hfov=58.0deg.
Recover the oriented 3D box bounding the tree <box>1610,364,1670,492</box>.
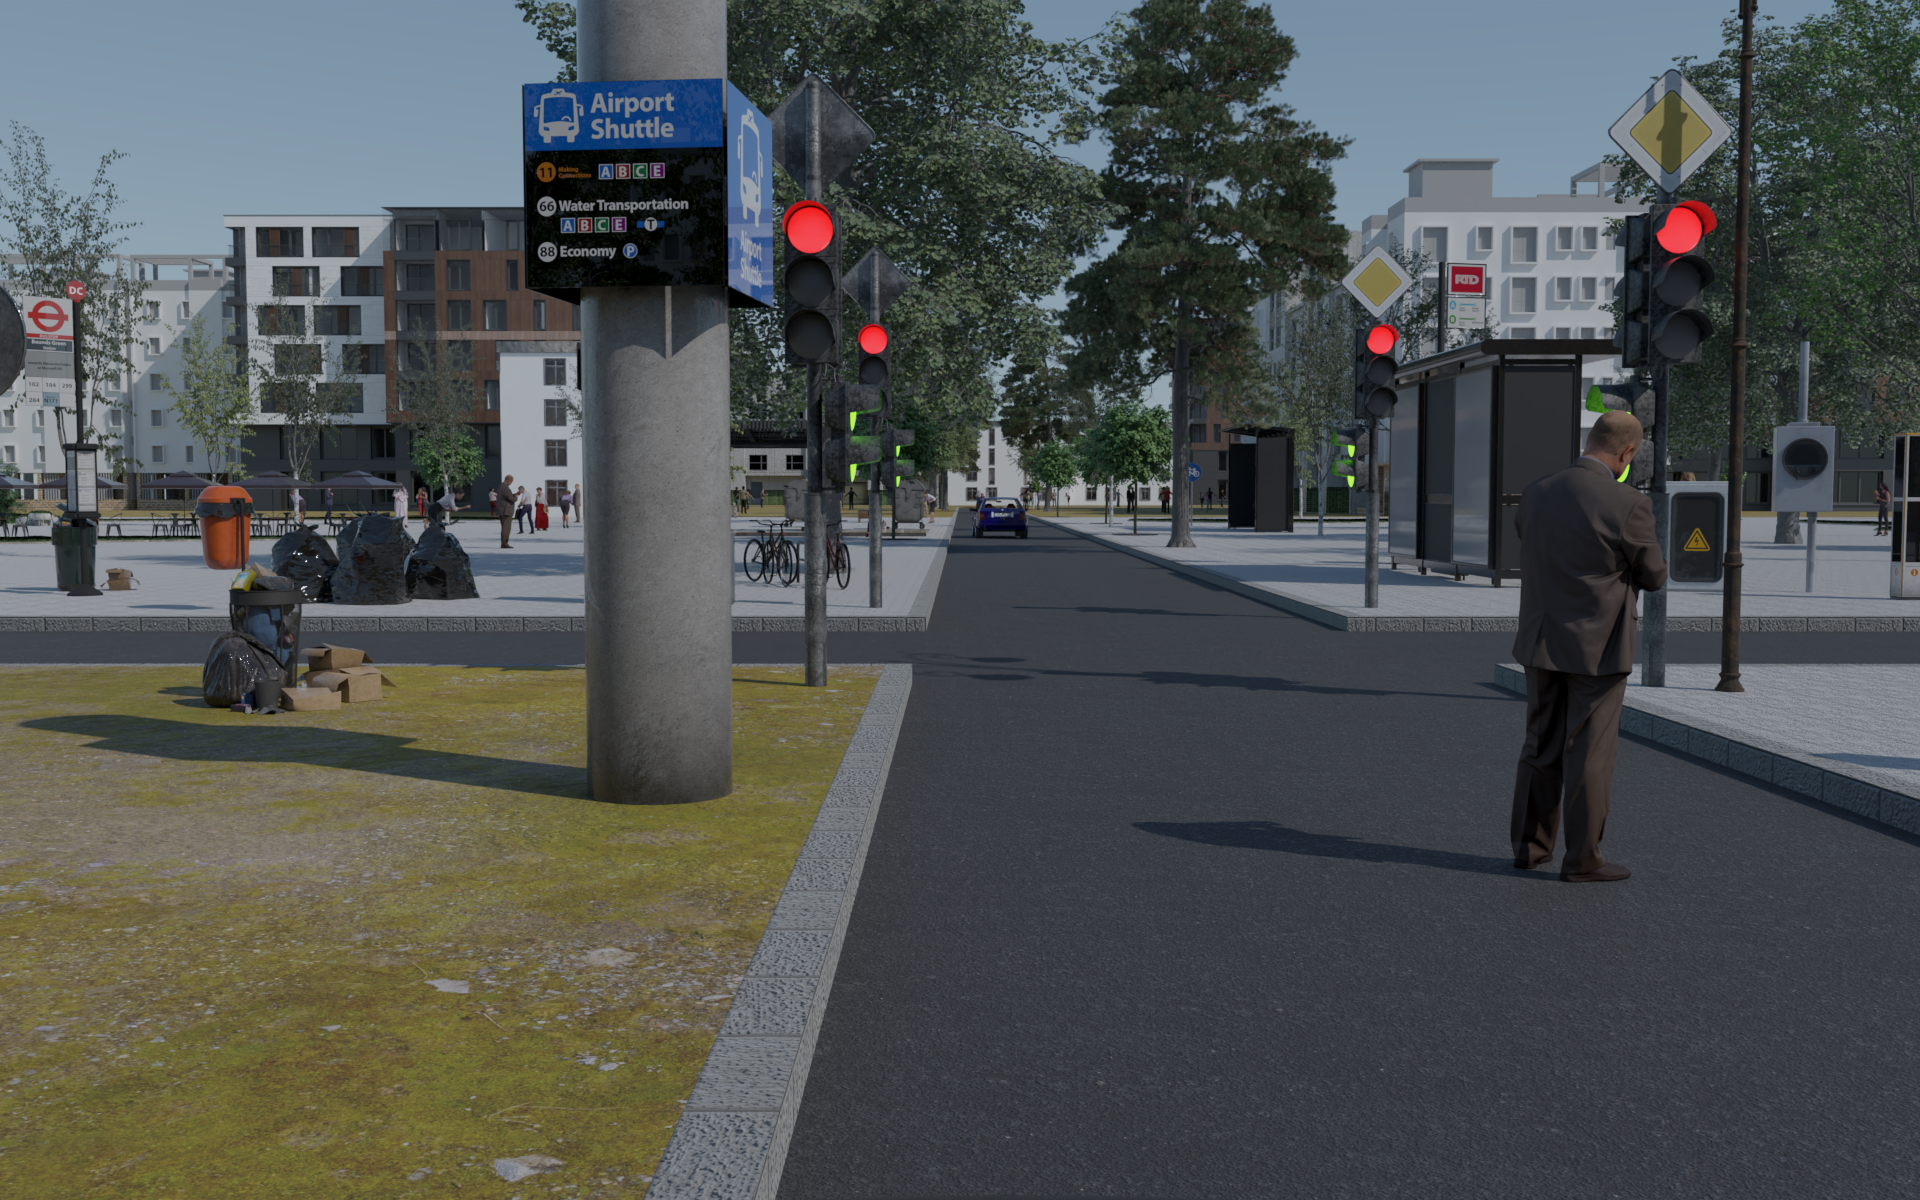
[{"bbox_3d":[33.477,-8.196,84.371,4.360,8.622,3.978,0,3,0],"label":"tree"}]

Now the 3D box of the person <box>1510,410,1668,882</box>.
[{"bbox_3d":[2.367,0.163,6.525,0.565,1.739,0.600,2,4,29],"label":"person"}]

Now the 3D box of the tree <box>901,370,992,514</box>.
[{"bbox_3d":[-1.386,-11.650,108.607,7.486,12.596,7.792,0,3,0],"label":"tree"}]

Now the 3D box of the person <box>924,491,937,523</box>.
[{"bbox_3d":[-1.365,-4.065,75.701,0.628,1.438,0.799,1,4,12],"label":"person"}]

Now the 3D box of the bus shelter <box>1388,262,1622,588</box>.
[{"bbox_3d":[8.088,-3.062,27.689,2.179,5.291,8.768,0,3,0],"label":"bus shelter"}]

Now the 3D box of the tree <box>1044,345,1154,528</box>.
[{"bbox_3d":[5.568,-7.091,66.303,4.360,8.622,3.978,0,3,0],"label":"tree"}]

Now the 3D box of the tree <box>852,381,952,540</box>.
[{"bbox_3d":[-1.953,-3.961,48.473,4.285,4.588,4.351,0,3,0],"label":"tree"}]

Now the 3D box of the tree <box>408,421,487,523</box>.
[{"bbox_3d":[-22.683,-5.673,76.472,4.285,4.588,4.351,0,3,0],"label":"tree"}]

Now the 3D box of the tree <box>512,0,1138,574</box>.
[{"bbox_3d":[-2.065,-7.398,27.620,9.857,13.997,8.962,0,3,0],"label":"tree"}]

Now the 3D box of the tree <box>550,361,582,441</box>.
[{"bbox_3d":[-15.041,-7.563,74.012,4.360,8.622,3.978,0,3,0],"label":"tree"}]

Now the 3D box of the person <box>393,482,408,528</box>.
[{"bbox_3d":[-21.299,-3.622,65.934,0.551,1.740,0.621,-2,4,-31],"label":"person"}]

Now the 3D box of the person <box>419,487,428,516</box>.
[{"bbox_3d":[-28.266,-5.113,91.102,0.593,1.643,0.415,1,4,16],"label":"person"}]

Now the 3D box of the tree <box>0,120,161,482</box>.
[{"bbox_3d":[-17.824,-5.137,34.361,4.360,8.622,3.978,0,3,0],"label":"tree"}]

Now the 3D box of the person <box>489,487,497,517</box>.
[{"bbox_3d":[-24.545,-5.130,91.376,0.566,1.644,0.517,-1,4,-13],"label":"person"}]

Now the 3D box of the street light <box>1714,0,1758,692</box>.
[{"bbox_3d":[5.013,-2.344,11.105,0.468,5.910,1.993,0,3,0],"label":"street light"}]

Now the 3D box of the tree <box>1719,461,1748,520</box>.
[{"bbox_3d":[38.281,-5.602,86.194,1.663,3.219,1.824,0,3,0],"label":"tree"}]

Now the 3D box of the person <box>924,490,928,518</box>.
[{"bbox_3d":[-1.980,-5.262,94.132,0.516,1.574,0.319,-1,4,-18],"label":"person"}]

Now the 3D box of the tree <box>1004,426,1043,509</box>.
[{"bbox_3d":[6.274,-12.350,152.279,4.737,8.622,4.395,0,3,0],"label":"tree"}]

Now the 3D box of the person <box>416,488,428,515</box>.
[{"bbox_3d":[-29.468,-5.329,94.870,0.593,1.614,0.444,0,4,4],"label":"person"}]

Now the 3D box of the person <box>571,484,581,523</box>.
[{"bbox_3d":[-17.260,-4.359,77.870,0.434,1.755,0.990,0,4,-8],"label":"person"}]

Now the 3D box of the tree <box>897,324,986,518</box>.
[{"bbox_3d":[-2.562,-10.297,94.117,9.928,11.665,9.643,0,3,0],"label":"tree"}]

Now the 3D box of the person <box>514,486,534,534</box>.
[{"bbox_3d":[-13.990,-2.896,55.598,0.590,1.554,0.614,0,4,7],"label":"person"}]

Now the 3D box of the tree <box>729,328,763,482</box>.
[{"bbox_3d":[-9.693,-7.008,64.949,4.737,8.622,4.395,0,3,0],"label":"tree"}]

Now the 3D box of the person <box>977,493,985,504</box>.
[{"bbox_3d":[1.087,-4.823,90.057,0.574,1.496,0.600,0,4,-5],"label":"person"}]

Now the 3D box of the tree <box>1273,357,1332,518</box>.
[{"bbox_3d":[17.783,-8.603,91.027,4.737,8.622,4.395,0,3,0],"label":"tree"}]

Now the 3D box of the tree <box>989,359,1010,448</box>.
[{"bbox_3d":[6.561,-13.380,126.186,7.806,13.903,7.818,0,3,0],"label":"tree"}]

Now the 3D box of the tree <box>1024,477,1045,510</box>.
[{"bbox_3d":[6.216,-8.910,140.274,1.663,3.219,1.824,0,3,0],"label":"tree"}]

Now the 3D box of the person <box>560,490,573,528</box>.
[{"bbox_3d":[-14.711,-3.392,64.728,0.421,1.427,0.697,0,4,5],"label":"person"}]

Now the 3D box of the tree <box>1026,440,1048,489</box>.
[{"bbox_3d":[5.454,-6.829,95.359,4.285,4.588,4.351,0,3,0],"label":"tree"}]

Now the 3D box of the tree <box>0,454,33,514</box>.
[{"bbox_3d":[-54.997,-11.174,84.508,13.155,14.587,18.604,0,4,-2],"label":"tree"}]

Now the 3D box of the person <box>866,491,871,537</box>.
[{"bbox_3d":[-2.594,-2.604,51.165,0.613,1.512,0.480,3,5,40],"label":"person"}]

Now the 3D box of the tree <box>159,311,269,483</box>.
[{"bbox_3d":[-29.927,-7.285,69.479,4.737,8.622,4.395,0,3,0],"label":"tree"}]

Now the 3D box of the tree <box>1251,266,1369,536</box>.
[{"bbox_3d":[10.967,-6.255,52.627,4.360,8.622,3.978,0,3,0],"label":"tree"}]

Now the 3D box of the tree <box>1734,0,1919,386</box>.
[{"bbox_3d":[18.679,-6.522,32.385,9.928,11.665,9.643,0,3,0],"label":"tree"}]

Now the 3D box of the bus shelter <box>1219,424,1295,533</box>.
[{"bbox_3d":[10.346,-4.240,60.600,1.731,3.624,6.357,0,3,0],"label":"bus shelter"}]

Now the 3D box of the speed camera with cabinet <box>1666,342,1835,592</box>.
[{"bbox_3d":[10.259,-1.732,22.647,2.038,3.252,0.660,1,4,20],"label":"speed camera with cabinet"}]

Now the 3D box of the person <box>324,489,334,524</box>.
[{"bbox_3d":[-26.499,-4.024,72.753,0.530,1.710,0.541,0,4,-7],"label":"person"}]

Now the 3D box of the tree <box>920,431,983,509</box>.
[{"bbox_3d":[-1.491,-13.764,147.097,6.751,12.117,7.091,0,3,0],"label":"tree"}]

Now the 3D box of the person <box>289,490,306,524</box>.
[{"bbox_3d":[-26.644,-3.694,69.665,0.697,1.427,0.421,1,4,13],"label":"person"}]

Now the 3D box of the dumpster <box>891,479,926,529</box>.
[{"bbox_3d":[-1.887,-3.507,63.094,1.264,1.857,1.865,0,3,0],"label":"dumpster"}]

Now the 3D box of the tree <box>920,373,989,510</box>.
[{"bbox_3d":[-0.915,-13.985,136.078,7.806,13.903,7.818,0,3,0],"label":"tree"}]

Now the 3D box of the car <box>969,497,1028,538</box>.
[{"bbox_3d":[1.305,-2.750,57.547,1.945,1.354,3.894,0,4,-2],"label":"car"}]

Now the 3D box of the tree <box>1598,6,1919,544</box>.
[{"bbox_3d":[21.251,-8.415,44.241,9.857,13.997,8.962,0,3,0],"label":"tree"}]

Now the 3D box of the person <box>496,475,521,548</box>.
[{"bbox_3d":[-10.649,-2.089,40.884,0.565,1.739,0.600,2,4,34],"label":"person"}]

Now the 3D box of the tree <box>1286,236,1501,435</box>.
[{"bbox_3d":[16.161,-7.804,62.006,8.767,10.594,7.601,0,4,1],"label":"tree"}]

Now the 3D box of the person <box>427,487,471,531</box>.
[{"bbox_3d":[-10.949,-1.698,36.991,0.628,1.438,0.799,3,4,37],"label":"person"}]

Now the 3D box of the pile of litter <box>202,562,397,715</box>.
[{"bbox_3d":[-4.108,0.186,10.916,1.176,0.858,1.719,1,4,11],"label":"pile of litter"}]

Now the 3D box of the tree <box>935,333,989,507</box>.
[{"bbox_3d":[-3.402,-19.074,167.740,12.611,20.169,13.585,0,3,0],"label":"tree"}]

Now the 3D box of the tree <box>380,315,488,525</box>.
[{"bbox_3d":[-21.095,-7.344,70.432,4.360,8.622,3.978,0,3,0],"label":"tree"}]

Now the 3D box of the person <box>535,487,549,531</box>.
[{"bbox_3d":[-14.629,-3.180,60.509,0.523,1.526,0.387,-3,5,-43],"label":"person"}]

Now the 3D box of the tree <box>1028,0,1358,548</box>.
[{"bbox_3d":[5.533,-8.207,41.604,7.806,13.903,7.818,0,3,0],"label":"tree"}]

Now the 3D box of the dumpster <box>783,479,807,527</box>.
[{"bbox_3d":[-6.188,-3.758,67.197,1.264,1.857,1.865,0,3,0],"label":"dumpster"}]

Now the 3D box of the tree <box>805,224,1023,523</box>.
[{"bbox_3d":[-2.145,-10.152,76.350,12.009,13.543,11.850,0,3,0],"label":"tree"}]

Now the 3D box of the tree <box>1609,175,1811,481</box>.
[{"bbox_3d":[25.933,-8.394,59.295,6.751,12.117,7.091,0,3,0],"label":"tree"}]

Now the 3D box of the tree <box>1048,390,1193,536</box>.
[{"bbox_3d":[5.497,-4.289,53.839,4.285,4.588,4.351,0,3,0],"label":"tree"}]

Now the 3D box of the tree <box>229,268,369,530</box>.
[{"bbox_3d":[-21.897,-6.560,57.618,4.360,8.622,3.978,0,3,0],"label":"tree"}]
